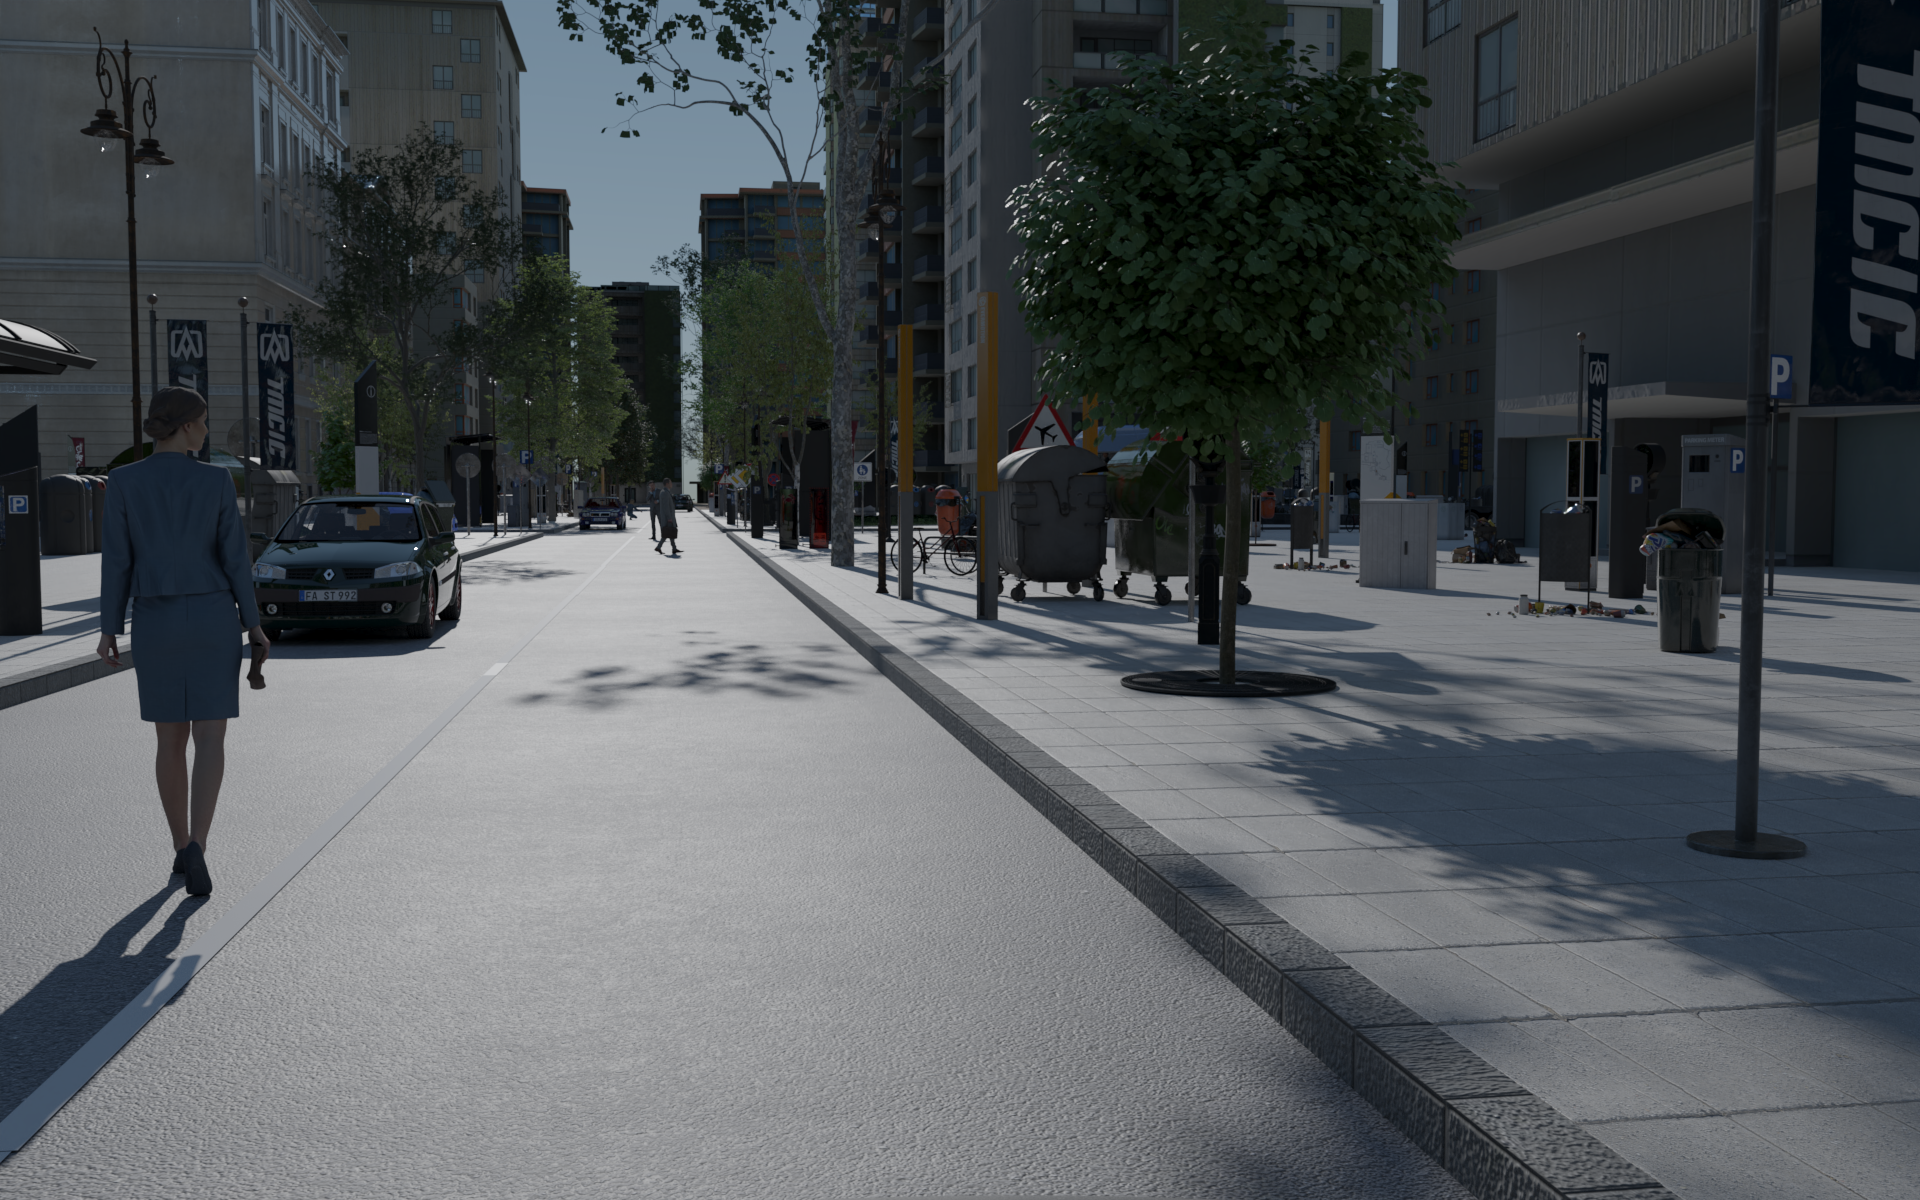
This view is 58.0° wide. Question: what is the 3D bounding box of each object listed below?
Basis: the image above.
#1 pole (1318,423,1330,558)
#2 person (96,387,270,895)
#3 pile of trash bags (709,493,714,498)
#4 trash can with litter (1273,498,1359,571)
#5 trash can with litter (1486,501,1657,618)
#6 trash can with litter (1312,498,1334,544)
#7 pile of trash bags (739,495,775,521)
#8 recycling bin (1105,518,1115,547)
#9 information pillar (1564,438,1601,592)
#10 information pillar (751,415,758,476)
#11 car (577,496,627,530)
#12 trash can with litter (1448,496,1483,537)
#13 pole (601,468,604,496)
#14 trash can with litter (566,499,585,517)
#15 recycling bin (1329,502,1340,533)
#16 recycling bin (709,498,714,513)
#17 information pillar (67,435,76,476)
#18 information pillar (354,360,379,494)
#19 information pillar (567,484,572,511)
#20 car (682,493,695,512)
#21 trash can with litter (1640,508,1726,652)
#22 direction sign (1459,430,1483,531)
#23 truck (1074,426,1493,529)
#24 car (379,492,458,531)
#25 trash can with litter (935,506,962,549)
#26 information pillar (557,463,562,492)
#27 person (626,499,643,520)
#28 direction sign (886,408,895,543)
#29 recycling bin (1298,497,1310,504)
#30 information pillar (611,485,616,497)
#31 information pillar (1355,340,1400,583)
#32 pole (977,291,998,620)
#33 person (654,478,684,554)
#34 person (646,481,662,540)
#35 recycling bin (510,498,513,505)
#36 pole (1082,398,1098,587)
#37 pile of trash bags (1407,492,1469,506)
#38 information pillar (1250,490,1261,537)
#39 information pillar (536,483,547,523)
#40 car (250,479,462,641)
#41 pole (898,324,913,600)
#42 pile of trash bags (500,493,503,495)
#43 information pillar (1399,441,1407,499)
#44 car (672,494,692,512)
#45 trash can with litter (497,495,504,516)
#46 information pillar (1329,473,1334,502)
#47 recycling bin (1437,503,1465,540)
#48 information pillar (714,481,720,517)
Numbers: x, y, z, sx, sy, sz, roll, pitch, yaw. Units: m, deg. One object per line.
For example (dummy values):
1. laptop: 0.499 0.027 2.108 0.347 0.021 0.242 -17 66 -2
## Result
1. pole: 7.314 -2.502 34.752 0.158 3.312 0.155 0 3 0
2. person: -2.850 0.136 6.305 0.581 1.822 0.654 -1 4 -8
3. pile of trash bags: -18.818 -7.703 135.701 1.912 1.369 3.447 1 4 15
4. trash can with litter: 6.229 -1.147 29.810 2.233 1.210 1.678 -3 4 -38
5. trash can with litter: 6.803 -0.444 18.323 2.233 1.210 1.678 1 4 23
6. trash can with litter: 9.140 -2.024 44.478 0.624 1.170 1.055 2 4 33
7. pile of trash bags: -9.767 -4.542 84.014 1.912 1.369 3.447 -1 4 -8
8. recycling bin: 3.845 -1.804 42.048 0.722 1.027 0.722 -2 4 -35
9. information pillar: 8.232 -1.127 22.911 0.304 2.012 0.304 -1 4 -21
10. information pillar: -6.029 -3.646 50.959 0.183 3.616 0.504 0 4 8
11. car: -14.480 -3.527 70.244 1.945 1.354 3.894 0 4 -8
12. trash can with litter: 14.653 -2.498 51.898 1.678 1.210 2.233 1 4 12
13. pole: -27.407 -8.506 132.909 0.158 3.312 0.155 0 3 0
14. trash can with litter: -21.643 -5.262 97.424 0.624 1.170 1.055 2 4 25
15. recycling bin: 12.227 -2.747 57.471 0.722 1.027 0.722 1 4 16
16. recycling bin: -16.908 -6.572 120.009 0.722 1.027 0.722 -3 5 -43
17. information pillar: -34.901 -4.700 68.207 0.504 3.616 0.183 1 4 18
18. information pillar: -10.331 -2.376 30.206 0.183 3.616 0.504 2 4 24
19. information pillar: -28.825 -7.539 127.760 0.304 2.012 0.304 0 4 -6
20. car: -22.853 -8.129 142.702 2.009 1.686 4.222 -1 4 -9
21. trash can with litter: 5.992 -0.179 14.313 0.624 1.170 1.055 2 4 27
22. direction sign: 17.953 -4.216 60.935 0.876 3.537 0.379 -1 4 -12
23. truck: 12.816 -4.635 65.549 18.799 4.110 2.967 -1 4 -11
24. car: -19.086 -3.032 59.164 3.694 1.707 1.945 -1 4 -10
25. trash can with litter: -0.266 -1.775 40.404 0.624 1.170 1.055 0 3 0
26. information pillar: -30.544 -8.616 132.223 0.504 3.616 0.183 2 4 33
27. person: -18.280 -5.038 96.366 1.012 1.151 0.738 2 4 34
28. direction sign: -1.876 -3.297 45.911 0.379 3.537 0.876 0 4 1
29. recycling bin: 25.399 -7.058 127.948 0.722 1.027 0.722 2 4 24
30. information pillar: -27.558 -8.146 137.682 0.304 2.012 0.304 1 4 12
31. information pillar: 5.952 -2.043 24.762 0.504 3.616 0.183 3 5 40
32. pole: 0.279 -1.453 17.599 0.158 3.312 0.155 0 3 0
33. person: -6.970 -2.011 41.486 0.767 1.812 0.694 -1 4 -18
34. person: -9.550 -2.823 54.455 0.655 1.846 0.447 1 4 9
35. recycling bin: -29.345 -6.247 114.699 0.722 1.027 0.722 0 4 -1
36. pole: 1.788 -1.833 23.810 0.158 3.312 0.155 0 3 0
37. pile of trash bags: 22.753 -4.448 82.471 3.447 1.369 1.912 2 4 30
38. information pillar: 8.736 -2.868 51.385 0.304 2.012 0.304 -1 4 -11
39. information pillar: -18.301 -4.356 75.712 0.304 2.012 0.304 2 4 26
40. car: -6.299 -0.518 18.256 2.009 1.686 4.222 -1 4 -10
41. pole: -0.660 -1.659 20.973 0.158 3.312 0.155 0 3 0
42. pile of trash bags: -33.060 -7.204 127.538 1.912 1.369 3.447 -3 5 -40
43. information pillar: 19.525 -5.210 76.540 0.504 3.616 0.183 -1 4 -13
44. car: -22.069 -7.732 136.197 2.009 1.686 4.222 -1 4 -10
45. trash can with litter: -27.262 -5.553 101.854 1.678 1.210 2.233 -1 4 -15
46. information pillar: 12.681 -3.378 59.721 0.304 2.012 0.304 3 5 42
47. recycling bin: 13.674 -2.209 48.670 0.722 1.027 0.722 -3 4 -37
48. information pillar: -13.878 -5.767 98.780 0.304 2.012 0.304 0 4 -4
